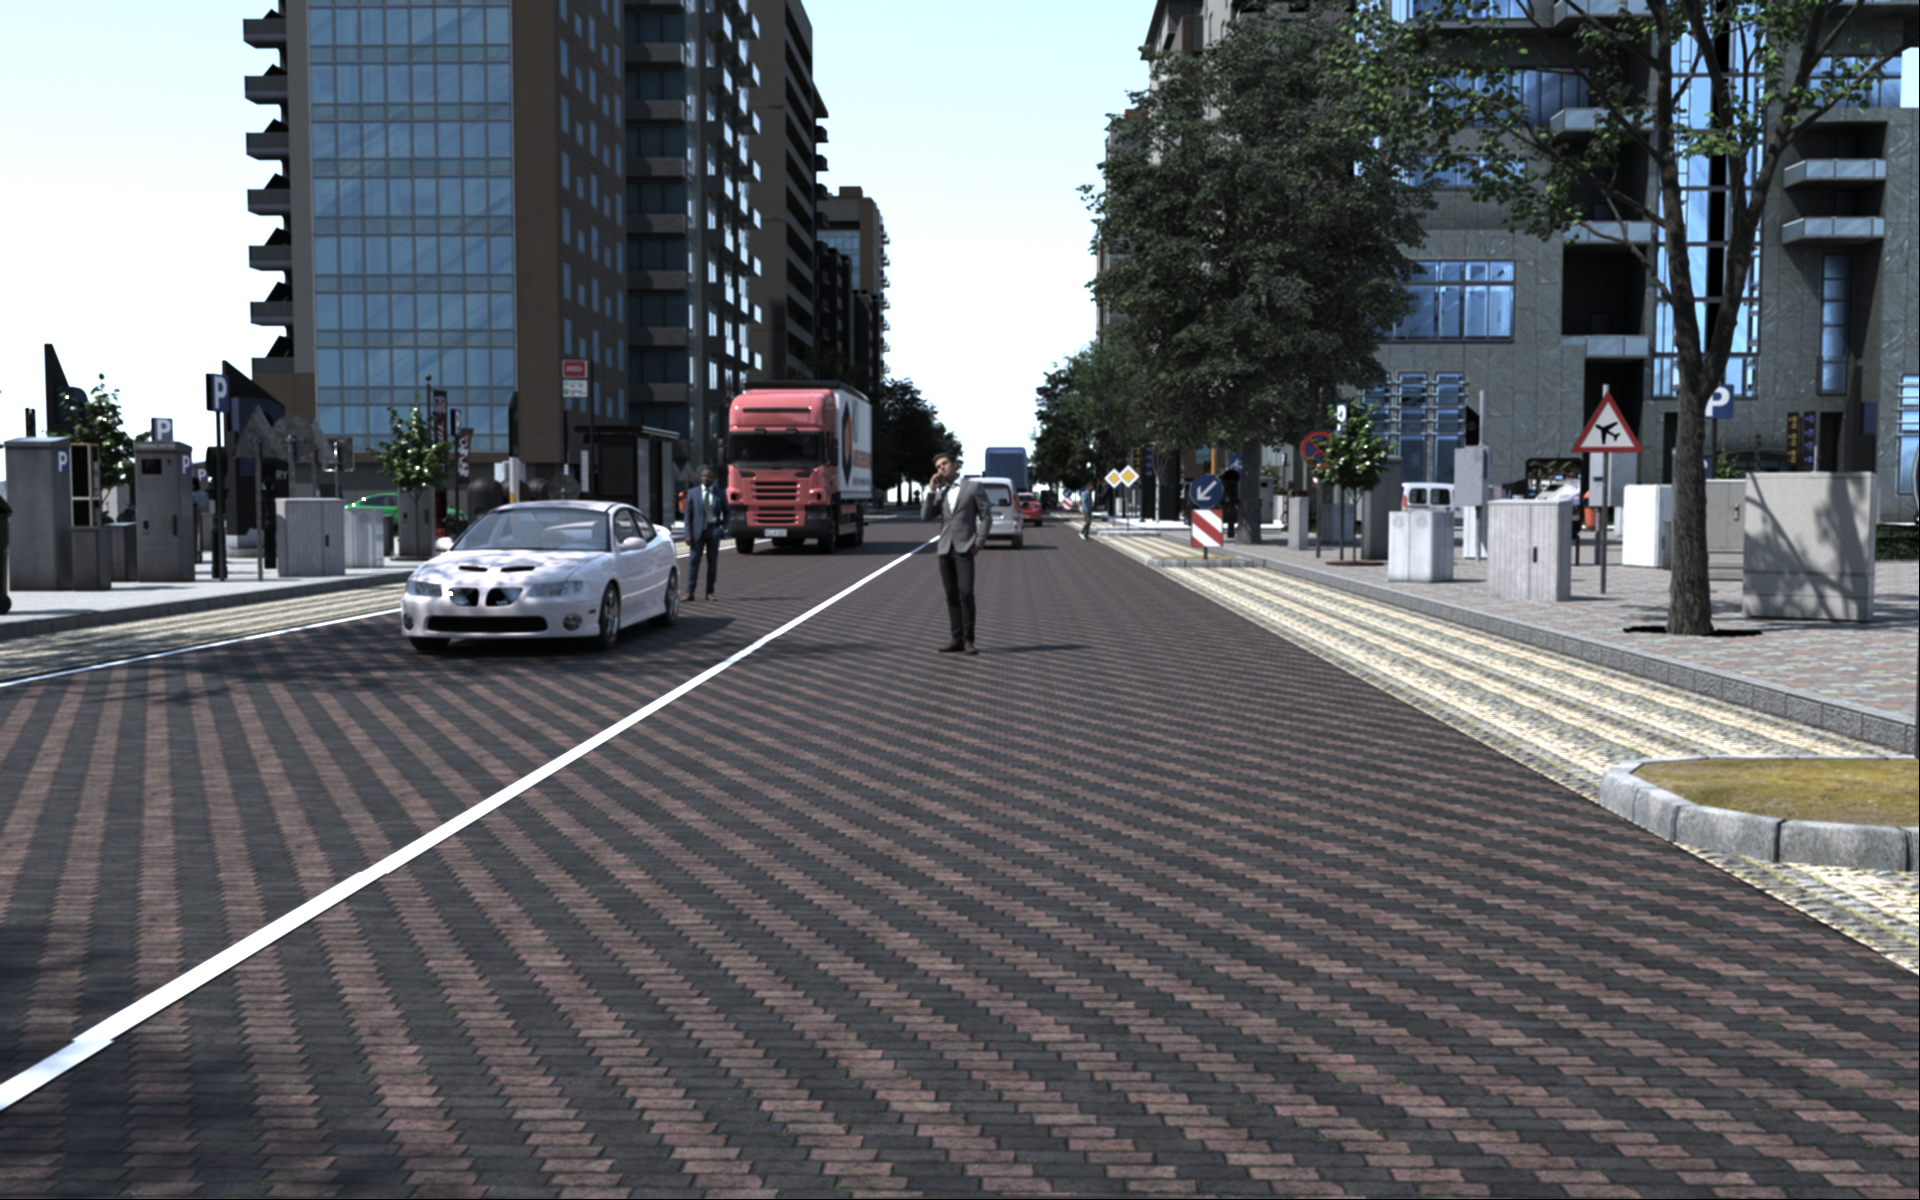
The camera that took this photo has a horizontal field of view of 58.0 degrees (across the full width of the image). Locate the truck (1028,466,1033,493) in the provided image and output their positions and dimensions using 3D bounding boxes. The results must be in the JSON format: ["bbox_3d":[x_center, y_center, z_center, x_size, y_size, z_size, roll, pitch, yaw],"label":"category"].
[{"bbox_3d":[6.145,-11.688,180.008,2.839,4.237,11.283,0,4,0],"label":"truck"}]

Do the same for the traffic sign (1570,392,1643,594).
[{"bbox_3d":[8.255,-1.355,22.160,0.884,2.594,0.081,1,4,9],"label":"traffic sign"}]

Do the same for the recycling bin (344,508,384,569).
[{"bbox_3d":[-10.477,-1.077,30.162,0.722,1.027,0.722,0,4,-6],"label":"recycling bin"}]

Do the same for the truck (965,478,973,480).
[{"bbox_3d":[1.258,-12.924,207.225,3.469,3.379,9.791,0,4,1],"label":"truck"}]

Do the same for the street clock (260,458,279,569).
[{"bbox_3d":[-11.881,-1.542,29.782,0.358,2.002,0.471,-2,4,-25],"label":"street clock"}]

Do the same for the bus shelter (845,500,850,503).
[{"bbox_3d":[-8.514,-8.054,125.599,2.014,3.302,5.546,0,4,2],"label":"bus shelter"}]

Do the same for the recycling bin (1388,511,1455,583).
[{"bbox_3d":[6.760,-0.785,25.383,0.722,1.027,0.722,3,5,41],"label":"recycling bin"}]

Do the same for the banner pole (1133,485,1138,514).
[{"bbox_3d":[11.500,-7.600,114.281,0.401,3.779,0.863,-1,4,-11],"label":"banner pole"}]

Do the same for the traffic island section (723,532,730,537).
[{"bbox_3d":[-7.187,-2.274,59.463,2.009,0.180,2.903,0,4,2],"label":"traffic island section"}]

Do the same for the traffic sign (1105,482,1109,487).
[{"bbox_3d":[11.921,-8.416,137.608,0.884,2.594,0.081,1,4,10],"label":"traffic sign"}]

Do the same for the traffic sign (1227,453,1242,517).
[{"bbox_3d":[8.634,-3.266,53.499,0.768,2.556,0.104,0,4,3],"label":"traffic sign"}]

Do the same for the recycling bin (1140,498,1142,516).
[{"bbox_3d":[11.064,-5.475,102.069,0.722,1.027,0.722,-2,4,-25],"label":"recycling bin"}]

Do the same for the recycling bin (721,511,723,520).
[{"bbox_3d":[-10.019,-3.669,72.543,0.722,1.027,0.722,2,4,29],"label":"recycling bin"}]

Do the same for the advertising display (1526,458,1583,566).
[{"bbox_3d":[10.627,-1.578,31.017,0.974,1.923,0.123,1,4,21],"label":"advertising display"}]

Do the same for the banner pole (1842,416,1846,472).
[{"bbox_3d":[28.417,-3.994,55.314,0.401,3.779,0.863,-2,4,-27],"label":"banner pole"}]

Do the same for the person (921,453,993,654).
[{"bbox_3d":[-0.028,-0.427,15.664,0.592,1.802,0.473,3,5,43],"label":"person"}]

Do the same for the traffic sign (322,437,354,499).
[{"bbox_3d":[-11.206,-1.778,31.195,0.606,2.300,0.079,0,4,8],"label":"traffic sign"}]

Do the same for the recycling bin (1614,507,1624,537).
[{"bbox_3d":[19.943,-2.392,51.669,0.722,1.027,0.722,1,4,12],"label":"recycling bin"}]

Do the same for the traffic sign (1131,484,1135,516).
[{"bbox_3d":[9.905,-6.090,99.685,0.768,2.556,0.104,0,4,6],"label":"traffic sign"}]

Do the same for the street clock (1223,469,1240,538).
[{"bbox_3d":[7.905,-2.806,50.447,0.471,2.002,0.358,1,4,19],"label":"street clock"}]

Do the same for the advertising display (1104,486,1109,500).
[{"bbox_3d":[12.168,-8.366,141.994,0.123,1.923,0.974,-2,4,-34],"label":"advertising display"}]

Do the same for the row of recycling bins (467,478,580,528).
[{"bbox_3d":[-11.121,-2.279,44.380,1.069,1.692,3.534,2,4,30],"label":"row of recycling bins"}]

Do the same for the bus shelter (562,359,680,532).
[{"bbox_3d":[-10.687,-4.689,54.299,2.179,5.291,8.768,0,4,2],"label":"bus shelter"}]

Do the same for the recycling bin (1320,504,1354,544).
[{"bbox_3d":[9.831,-1.997,45.201,0.722,1.027,0.722,-1,4,-22],"label":"recycling bin"}]

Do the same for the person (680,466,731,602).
[{"bbox_3d":[-3.436,-0.893,23.278,0.721,1.800,0.419,-1,4,-16],"label":"person"}]

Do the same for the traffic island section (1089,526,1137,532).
[{"bbox_3d":[5.981,-2.739,67.063,2.009,0.180,2.903,0,4,2],"label":"traffic island section"}]

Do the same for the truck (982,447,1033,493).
[{"bbox_3d":[2.243,-6.269,92.264,2.967,4.110,18.799,0,4,3],"label":"truck"}]

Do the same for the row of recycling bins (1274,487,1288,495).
[{"bbox_3d":[19.022,-6.018,105.501,3.534,1.692,1.069,-1,4,-21],"label":"row of recycling bins"}]

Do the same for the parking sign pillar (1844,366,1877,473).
[{"bbox_3d":[19.200,-2.969,37.008,1.447,3.967,1.447,1,4,21],"label":"parking sign pillar"}]

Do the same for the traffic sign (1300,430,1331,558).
[{"bbox_3d":[7.182,-2.112,34.641,0.768,2.556,0.104,1,4,11],"label":"traffic sign"}]

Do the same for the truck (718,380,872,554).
[{"bbox_3d":[-4.047,-3.436,45.092,2.839,4.237,11.283,0,4,3],"label":"truck"}]

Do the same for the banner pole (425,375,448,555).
[{"bbox_3d":[-11.071,-2.851,36.638,0.401,3.779,0.863,1,4,20],"label":"banner pole"}]

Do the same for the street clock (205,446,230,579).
[{"bbox_3d":[-11.260,-1.328,26.281,0.358,2.002,0.471,-2,4,-35],"label":"street clock"}]

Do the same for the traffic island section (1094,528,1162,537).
[{"bbox_3d":[5.748,-2.251,59.082,2.009,0.180,2.903,0,4,2],"label":"traffic island section"}]

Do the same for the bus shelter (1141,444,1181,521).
[{"bbox_3d":[9.648,-5.687,84.262,1.731,3.624,6.357,0,4,2],"label":"bus shelter"}]

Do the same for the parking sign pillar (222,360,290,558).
[{"bbox_3d":[-14.283,-2.864,35.295,1.447,3.967,1.447,3,4,36],"label":"parking sign pillar"}]

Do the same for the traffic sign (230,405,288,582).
[{"bbox_3d":[-10.245,-1.547,25.294,0.884,2.594,0.081,0,4,7],"label":"traffic sign"}]

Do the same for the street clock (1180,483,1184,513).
[{"bbox_3d":[14.977,-6.938,118.007,0.358,2.002,0.471,-3,5,-42],"label":"street clock"}]

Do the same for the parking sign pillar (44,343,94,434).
[{"bbox_3d":[-16.296,-2.644,31.700,1.447,3.967,1.447,-1,4,-13],"label":"parking sign pillar"}]

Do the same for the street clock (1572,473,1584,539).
[{"bbox_3d":[17.443,-2.727,49.150,0.471,2.002,0.358,2,4,24],"label":"street clock"}]

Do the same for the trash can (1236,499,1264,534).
[{"bbox_3d":[7.913,-2.182,47.328,0.748,1.137,0.748,0,3,0],"label":"trash can"}]

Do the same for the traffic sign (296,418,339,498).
[{"bbox_3d":[-10.985,-1.802,29.471,0.884,2.594,0.081,1,4,10],"label":"traffic sign"}]

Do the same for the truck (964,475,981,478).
[{"bbox_3d":[1.794,-16.043,251.215,2.839,4.237,11.283,0,4,1],"label":"truck"}]

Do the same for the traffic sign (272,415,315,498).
[{"bbox_3d":[-10.769,-1.702,27.936,0.768,2.556,0.104,0,4,5],"label":"traffic sign"}]

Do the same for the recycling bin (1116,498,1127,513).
[{"bbox_3d":[11.081,-6.475,118.414,0.722,1.027,0.722,-1,4,-10],"label":"recycling bin"}]
